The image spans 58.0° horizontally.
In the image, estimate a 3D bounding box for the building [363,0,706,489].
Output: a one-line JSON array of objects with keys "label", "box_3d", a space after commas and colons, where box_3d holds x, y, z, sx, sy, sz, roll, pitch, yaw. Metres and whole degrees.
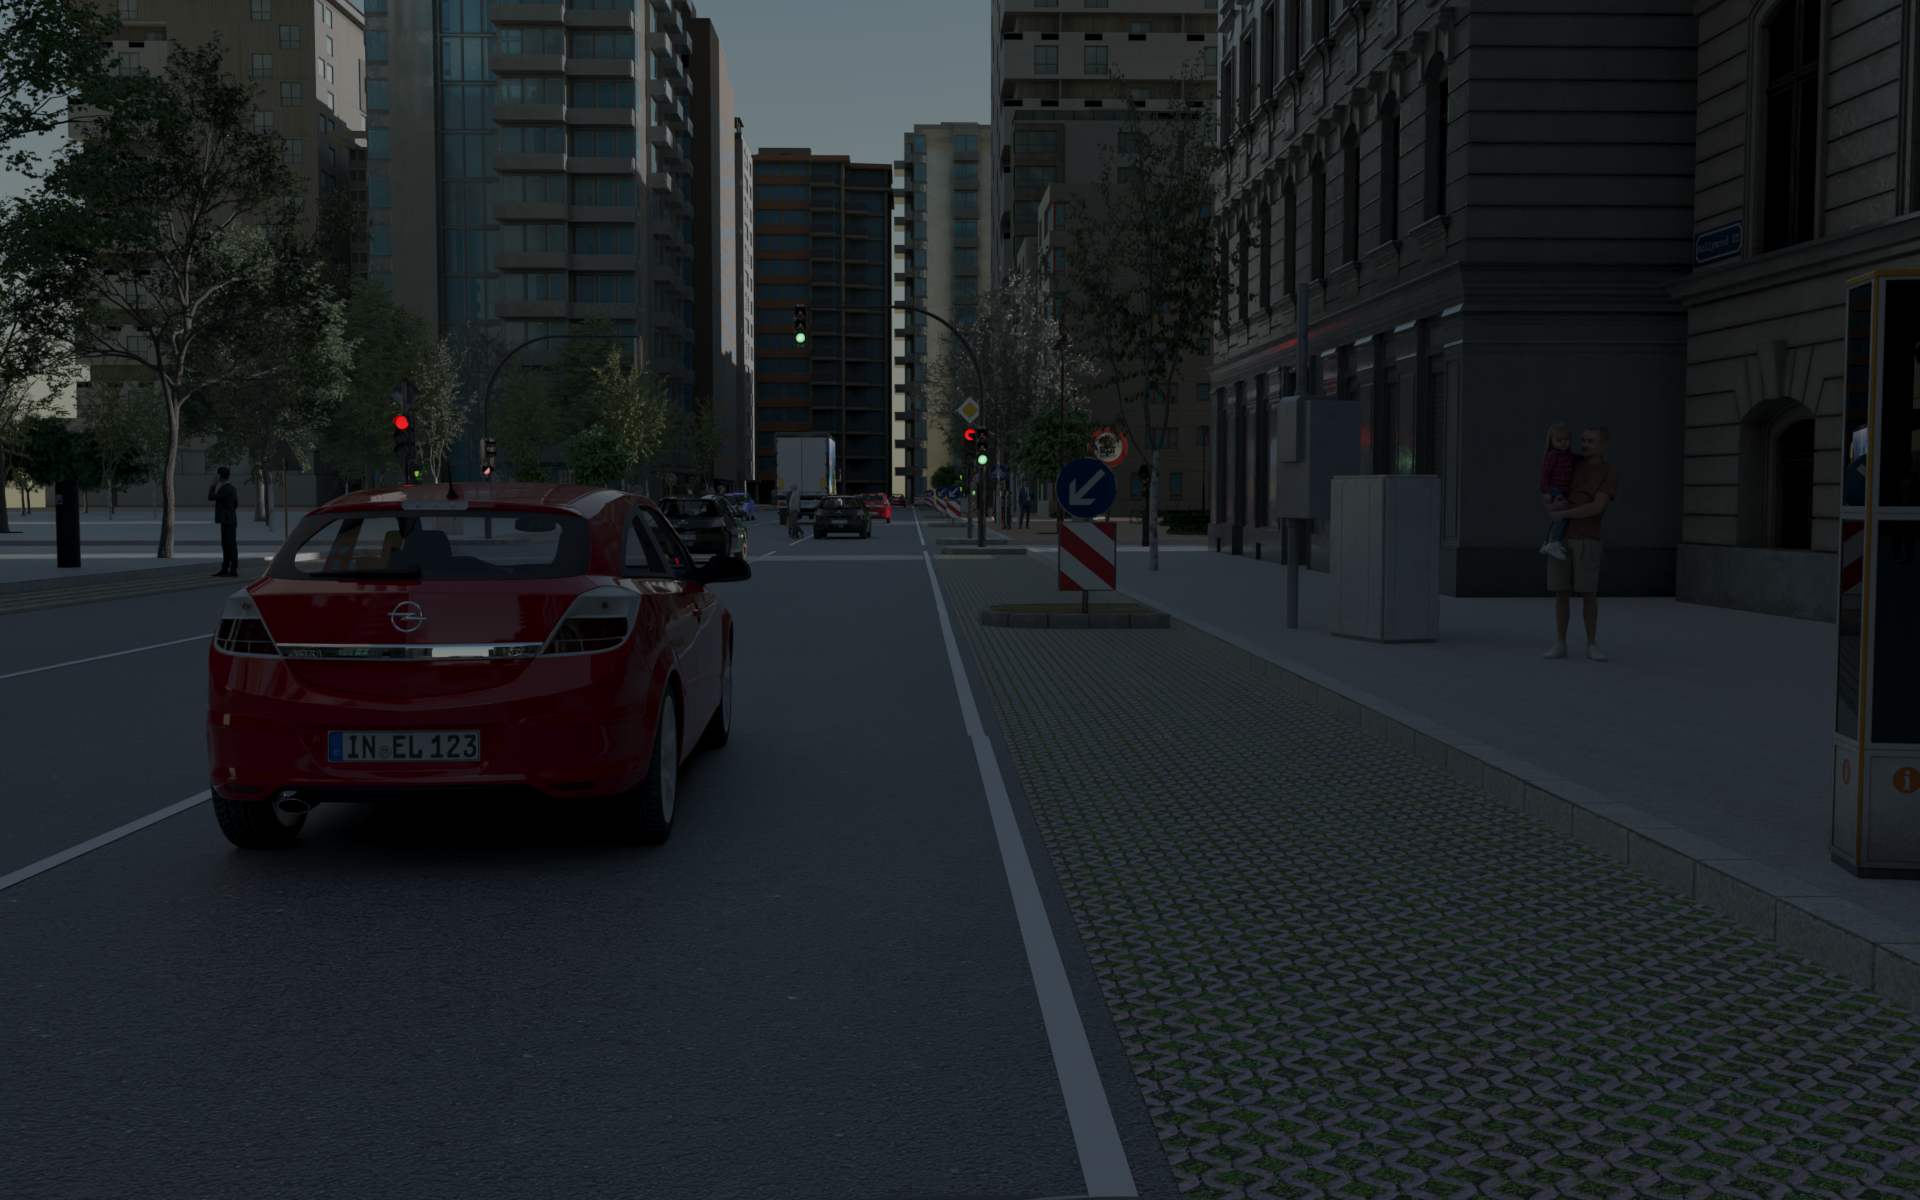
[{"label": "building", "box_3d": [-33.483, -31.749, 138.699, 23.786, 49.044, 30.456, 0, 4, -2]}]

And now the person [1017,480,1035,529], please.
[{"label": "person", "box_3d": [2.435, -3.552, 64.307, 0.721, 1.800, 0.419, -1, 4, -13]}]

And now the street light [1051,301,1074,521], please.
[{"label": "street light", "box_3d": [2.459, -4.209, 41.602, 0.468, 5.910, 1.993, 0, 4, -2]}]

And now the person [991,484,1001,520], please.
[{"label": "person", "box_3d": [1.801, -4.850, 85.519, 0.728, 1.800, 0.709, -2, 4, -35]}]

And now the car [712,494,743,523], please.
[{"label": "car", "box_3d": [-10.633, -4.125, 77.234, 2.009, 1.686, 4.222, 0, 4, -3]}]

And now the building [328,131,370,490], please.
[{"label": "building", "box_3d": [-48.704, -29.917, 181.024, 23.993, 40.220, 32.217, 0, 4, -2]}]

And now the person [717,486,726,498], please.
[{"label": "person", "box_3d": [-9.596, -3.689, 69.245, 0.534, 1.772, 0.576, 0, 4, 3]}]

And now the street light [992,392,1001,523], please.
[{"label": "street light", "box_3d": [1.579, -6.340, 76.449, 0.468, 5.910, 1.993, 0, 4, -2]}]

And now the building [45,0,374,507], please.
[{"label": "building", "box_3d": [-75.281, -36.161, 180.474, 27.495, 52.752, 28.713, 0, 4, -2]}]

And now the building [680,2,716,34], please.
[{"label": "building", "box_3d": [-29.211, -31.261, 161.233, 14.600, 45.320, 14.200, 0, 4, -2]}]

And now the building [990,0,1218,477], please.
[{"label": "building", "box_3d": [16.717, -34.557, 154.251, 28.713, 52.752, 27.495, 0, 4, -2]}]

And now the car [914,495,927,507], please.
[{"label": "car", "box_3d": [-4.221, -11.207, 195.602, 2.083, 1.381, 4.827, 0, 3, 0]}]

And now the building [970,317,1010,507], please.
[{"label": "building", "box_3d": [15.375, -20.759, 184.446, 27.650, 21.520, 28.899, 0, 4, -2]}]

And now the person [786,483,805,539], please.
[{"label": "person", "box_3d": [-5.213, -2.809, 54.906, 0.515, 1.767, 0.782, -1, 4, -16]}]

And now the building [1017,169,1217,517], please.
[{"label": "building", "box_3d": [18.371, -16.287, 111.339, 27.650, 21.520, 28.899, 0, 4, -2]}]

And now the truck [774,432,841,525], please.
[{"label": "truck", "box_3d": [-7.399, -5.844, 84.457, 2.839, 4.237, 11.283, 0, 4, -2]}]

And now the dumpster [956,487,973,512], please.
[{"label": "dumpster", "box_3d": [0.329, -6.943, 119.281, 1.264, 1.857, 1.865, 0, 4, -2]}]

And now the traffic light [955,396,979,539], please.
[{"label": "traffic light", "box_3d": [0.266, -3.729, 49.890, 0.839, 4.253, 0.868, 0, 4, -2]}]

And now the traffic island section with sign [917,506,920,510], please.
[{"label": "traffic island section with sign", "box_3d": [-2.710, -8.798, 152.477, 1.989, 1.847, 2.006, 0, 4, -2]}]

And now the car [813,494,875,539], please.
[{"label": "car", "box_3d": [-3.822, -2.863, 56.601, 2.009, 1.686, 4.222, 0, 4, 0]}]

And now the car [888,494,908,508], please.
[{"label": "car", "box_3d": [-6.615, -10.650, 183.162, 2.155, 1.783, 4.494, 0, 4, -1]}]

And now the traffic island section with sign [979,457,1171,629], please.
[{"label": "traffic island section with sign", "box_3d": [1.219, -0.649, 19.235, 1.989, 1.847, 2.006, 0, 4, -2]}]

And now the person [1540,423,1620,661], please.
[{"label": "person", "box_3d": [4.747, -0.454, 13.435, 0.580, 1.828, 0.573, 0, 4, -6]}]

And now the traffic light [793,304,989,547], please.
[{"label": "traffic light", "box_3d": [-1.588, -4.100, 41.706, 4.771, 5.953, 1.251, 0, 4, -2]}]

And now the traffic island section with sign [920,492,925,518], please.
[{"label": "traffic island section with sign", "box_3d": [-1.235, -5.739, 102.464, 1.989, 1.847, 2.006, 0, 4, -2]}]

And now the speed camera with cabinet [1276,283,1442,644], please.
[{"label": "speed camera with cabinet", "box_3d": [3.593, -1.309, 15.738, 0.660, 3.252, 2.038, -1, 4, -17]}]

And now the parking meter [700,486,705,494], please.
[{"label": "parking meter", "box_3d": [-17.542, -6.880, 118.192, 0.255, 1.863, 0.399, 1, 4, 11]}]

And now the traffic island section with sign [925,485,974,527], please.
[{"label": "traffic island section with sign", "box_3d": [-0.417, -4.050, 74.838, 1.989, 1.847, 2.006, 0, 4, -2]}]

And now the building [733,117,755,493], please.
[{"label": "building", "box_3d": [-29.917, -30.963, 189.833, 14.086, 41.232, 14.154, 0, 4, -2]}]

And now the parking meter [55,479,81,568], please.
[{"label": "parking meter", "box_3d": [-15.577, -1.335, 30.239, 0.372, 1.533, 0.369, 0, 3, 0]}]

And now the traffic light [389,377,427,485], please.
[{"label": "traffic light", "box_3d": [-13.254, -3.215, 41.490, 0.839, 4.253, 0.868, 0, 4, -2]}]

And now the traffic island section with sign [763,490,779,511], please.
[{"label": "traffic island section with sign", "box_3d": [-16.200, -8.753, 151.741, 1.989, 1.847, 2.006, 0, 4, -2]}]

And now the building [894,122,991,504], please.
[{"label": "building", "box_3d": [6.806, -36.899, 222.898, 30.456, 49.044, 23.786, 0, 4, -2]}]

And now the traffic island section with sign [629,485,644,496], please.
[{"label": "traffic island section with sign", "box_3d": [-13.931, -4.033, 74.561, 1.989, 1.847, 2.006, 0, 4, -2]}]

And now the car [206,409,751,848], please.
[{"label": "car", "box_3d": [-2.145, 0.031, 8.535, 2.155, 1.783, 4.494, 0, 4, -3]}]

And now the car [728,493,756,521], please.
[{"label": "car", "box_3d": [-12.093, -5.159, 93.936, 1.945, 1.707, 3.694, 0, 4, 0]}]

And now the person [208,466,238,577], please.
[{"label": "person", "box_3d": [-12.637, -1.335, 29.697, 0.474, 1.900, 0.648, -1, 4, -21]}]

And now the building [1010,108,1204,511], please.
[{"label": "building", "box_3d": [10.771, -22.147, 133.799, 14.160, 30.474, 14.107, 0, 4, -2]}]

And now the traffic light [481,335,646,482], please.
[{"label": "traffic light", "box_3d": [-11.400, -4.581, 49.568, 4.771, 5.953, 1.251, 0, 4, -2]}]

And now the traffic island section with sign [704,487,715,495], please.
[{"label": "traffic island section with sign", "box_3d": [-14.749, -5.729, 102.294, 1.989, 1.847, 2.006, 0, 4, -2]}]

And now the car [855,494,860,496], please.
[{"label": "car", "box_3d": [-11.238, -11.470, 196.330, 1.959, 1.807, 4.718, 0, 4, -3]}]

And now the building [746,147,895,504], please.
[{"label": "building", "box_3d": [-22.830, -34.687, 221.754, 28.867, 44.769, 22.147, 0, 4, -2]}]

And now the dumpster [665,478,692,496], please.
[{"label": "dumpster", "box_3d": [-17.306, -6.356, 106.414, 1.502, 2.255, 1.985, 0, 4, -2]}]

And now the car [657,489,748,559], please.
[{"label": "car", "box_3d": [-5.609, -1.670, 37.091, 2.009, 1.686, 4.222, 0, 4, 0]}]

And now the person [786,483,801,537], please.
[{"label": "person", "box_3d": [-5.576, -3.010, 57.902, 0.419, 1.800, 0.721, 2, 4, 33]}]

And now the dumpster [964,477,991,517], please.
[{"label": "dumpster", "box_3d": [0.984, -5.907, 99.072, 1.502, 2.255, 1.985, 0, 4, -2]}]

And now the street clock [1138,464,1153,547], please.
[{"label": "street clock", "box_3d": [4.577, -2.308, 42.312, 0.358, 2.002, 0.471, -2, 4, -30]}]

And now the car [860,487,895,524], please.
[{"label": "car", "box_3d": [-4.306, -4.686, 85.649, 2.155, 1.783, 4.494, 0, 4, -2]}]
